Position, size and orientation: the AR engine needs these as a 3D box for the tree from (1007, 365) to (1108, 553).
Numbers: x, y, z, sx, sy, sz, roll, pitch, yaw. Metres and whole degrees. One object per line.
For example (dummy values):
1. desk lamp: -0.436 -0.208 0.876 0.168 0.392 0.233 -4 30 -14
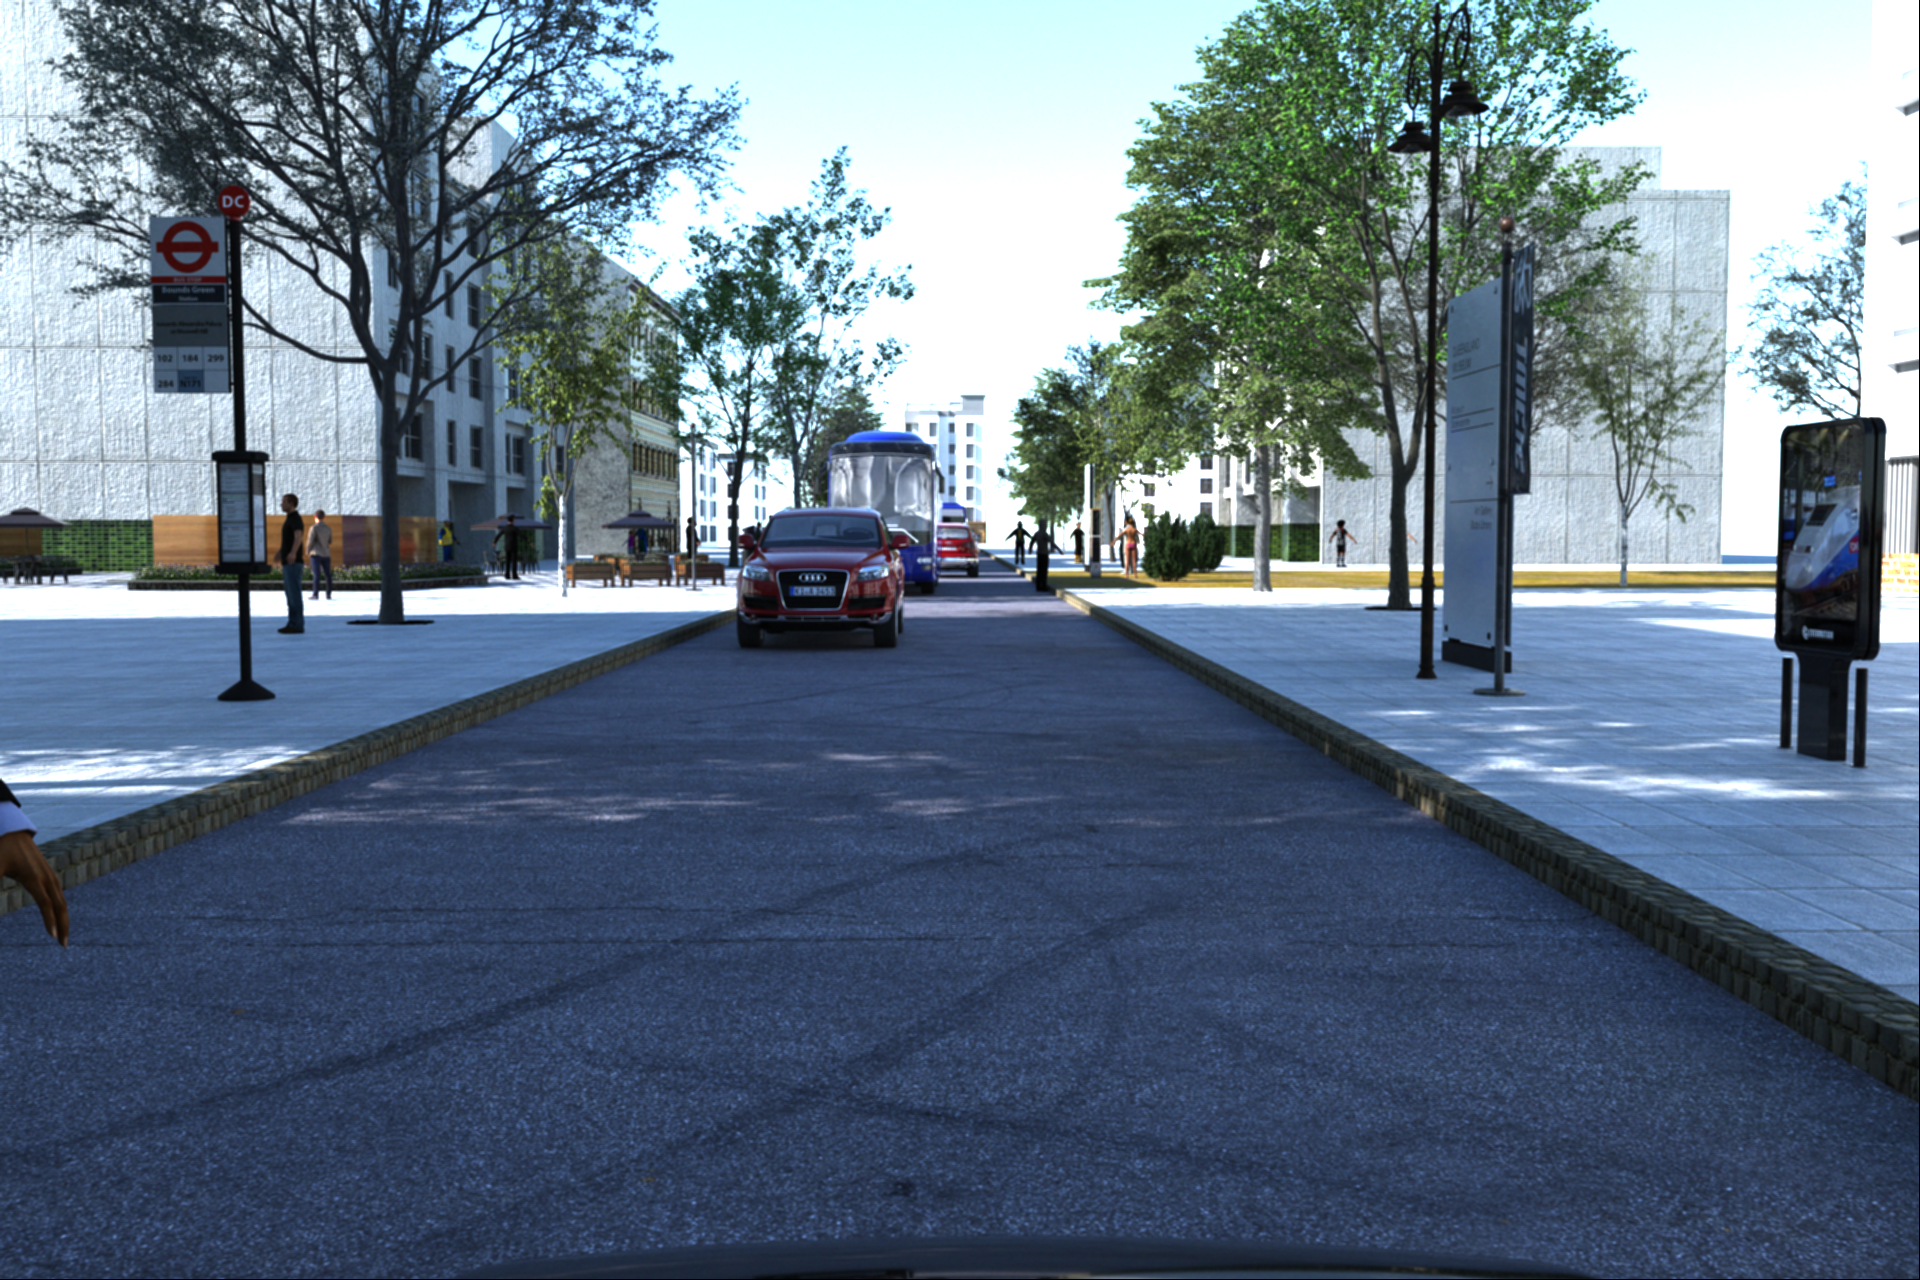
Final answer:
1. tree: 6.581 -12.144 116.684 7.486 12.596 7.792 0 3 0

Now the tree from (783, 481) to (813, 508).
1. tree: -21.095 -17.257 232.518 4.360 8.622 3.978 0 3 0

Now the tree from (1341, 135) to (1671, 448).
1. tree: 16.218 -8.732 53.140 12.009 13.543 11.850 0 3 0

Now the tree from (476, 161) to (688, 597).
1. tree: -7.896 -5.181 35.076 4.737 8.622 4.395 0 3 0

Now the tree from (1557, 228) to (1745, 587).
1. tree: 16.213 -5.625 42.326 4.360 8.622 3.978 0 3 0

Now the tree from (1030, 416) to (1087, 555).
1. tree: 6.499 -9.650 108.138 4.360 8.622 3.978 0 3 0

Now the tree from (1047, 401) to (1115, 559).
1. tree: 6.223 -8.586 90.739 4.737 8.622 4.395 0 3 0

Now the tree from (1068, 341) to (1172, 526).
1. tree: 6.236 -7.033 65.347 4.737 8.622 4.395 0 3 0

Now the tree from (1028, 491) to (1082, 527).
1. tree: 12.799 -19.150 231.223 7.486 12.596 7.792 0 3 0

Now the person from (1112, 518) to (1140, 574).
1. person: 5.395 -3.025 55.646 1.347 1.806 0.705 -3 5 -44

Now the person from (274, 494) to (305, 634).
1. person: -8.677 -0.992 22.429 0.705 1.803 1.348 -2 4 -29

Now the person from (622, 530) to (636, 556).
1. person: -13.512 -3.763 70.785 0.599 1.433 0.991 1 4 22

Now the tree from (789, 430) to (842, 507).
1. tree: -9.579 -12.761 143.049 8.767 10.594 7.601 -2 4 -26

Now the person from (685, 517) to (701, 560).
1. person: -8.171 -2.854 52.845 0.705 1.806 1.347 -1 4 -21

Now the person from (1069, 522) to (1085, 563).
1. person: 5.283 -4.319 76.750 1.346 1.812 0.704 -3 5 -40

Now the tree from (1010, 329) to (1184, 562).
1. tree: 6.764 -8.833 78.831 8.767 10.594 7.601 -3 4 -39

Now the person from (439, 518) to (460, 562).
1. person: -17.535 -3.263 59.325 0.705 1.833 1.349 1 4 11

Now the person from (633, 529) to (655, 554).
1. person: -14.242 -4.380 77.733 1.347 1.817 0.704 3 4 36

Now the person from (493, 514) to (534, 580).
1. person: -12.612 -2.619 48.752 1.347 1.837 0.705 1 4 20

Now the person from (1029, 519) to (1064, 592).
1. person: 2.084 -2.116 43.184 0.705 1.813 1.348 -2 4 -35

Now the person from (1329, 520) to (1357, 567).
1. person: 14.805 -3.733 67.176 0.704 1.843 1.345 -3 4 -37

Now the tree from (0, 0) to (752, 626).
1. tree: -8.098 -6.978 24.465 12.009 13.543 11.850 0 3 0

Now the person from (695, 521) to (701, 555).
1. person: -9.961 -3.598 65.053 0.704 1.802 1.346 -1 4 -19

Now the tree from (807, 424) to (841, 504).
1. tree: -8.351 -10.019 114.167 4.737 8.622 4.395 0 3 0

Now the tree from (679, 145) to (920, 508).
1. tree: -7.919 -14.072 85.965 12.611 20.169 13.585 0 3 0

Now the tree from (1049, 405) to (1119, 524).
1. tree: 6.708 -9.141 99.818 4.360 8.622 3.978 0 3 0

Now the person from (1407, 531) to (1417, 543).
1. person: 18.082 -3.971 70.784 0.705 1.847 1.347 -2 4 -35

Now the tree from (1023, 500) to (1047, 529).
1. tree: 10.884 -17.605 238.196 4.737 8.622 4.395 0 3 0

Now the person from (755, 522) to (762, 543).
1. person: -8.594 -4.161 74.305 0.705 1.796 1.348 -2 4 -25

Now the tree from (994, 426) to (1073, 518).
1. tree: 6.291 -12.016 130.880 8.767 10.594 7.601 1 4 19

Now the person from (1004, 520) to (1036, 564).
1. person: 2.536 -4.128 73.272 1.354 1.856 0.705 0 4 5

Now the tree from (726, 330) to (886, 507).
1. tree: -8.926 -11.885 104.693 12.009 13.543 11.850 0 3 0

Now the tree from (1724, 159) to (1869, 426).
1. tree: 29.103 -8.850 55.073 12.009 13.543 11.850 0 3 0

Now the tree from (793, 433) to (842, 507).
1. tree: -9.365 -10.358 119.719 4.737 8.622 4.395 0 3 0

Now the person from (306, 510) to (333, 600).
1. person: -12.661 -1.683 34.093 0.617 1.759 0.750 -3 5 -42

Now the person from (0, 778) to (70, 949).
1. person: -1.728 0.433 2.093 1.216 1.740 0.721 -1 4 -13

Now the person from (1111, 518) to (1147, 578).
1. person: 4.983 -2.661 50.305 1.217 1.733 0.721 0 4 8
